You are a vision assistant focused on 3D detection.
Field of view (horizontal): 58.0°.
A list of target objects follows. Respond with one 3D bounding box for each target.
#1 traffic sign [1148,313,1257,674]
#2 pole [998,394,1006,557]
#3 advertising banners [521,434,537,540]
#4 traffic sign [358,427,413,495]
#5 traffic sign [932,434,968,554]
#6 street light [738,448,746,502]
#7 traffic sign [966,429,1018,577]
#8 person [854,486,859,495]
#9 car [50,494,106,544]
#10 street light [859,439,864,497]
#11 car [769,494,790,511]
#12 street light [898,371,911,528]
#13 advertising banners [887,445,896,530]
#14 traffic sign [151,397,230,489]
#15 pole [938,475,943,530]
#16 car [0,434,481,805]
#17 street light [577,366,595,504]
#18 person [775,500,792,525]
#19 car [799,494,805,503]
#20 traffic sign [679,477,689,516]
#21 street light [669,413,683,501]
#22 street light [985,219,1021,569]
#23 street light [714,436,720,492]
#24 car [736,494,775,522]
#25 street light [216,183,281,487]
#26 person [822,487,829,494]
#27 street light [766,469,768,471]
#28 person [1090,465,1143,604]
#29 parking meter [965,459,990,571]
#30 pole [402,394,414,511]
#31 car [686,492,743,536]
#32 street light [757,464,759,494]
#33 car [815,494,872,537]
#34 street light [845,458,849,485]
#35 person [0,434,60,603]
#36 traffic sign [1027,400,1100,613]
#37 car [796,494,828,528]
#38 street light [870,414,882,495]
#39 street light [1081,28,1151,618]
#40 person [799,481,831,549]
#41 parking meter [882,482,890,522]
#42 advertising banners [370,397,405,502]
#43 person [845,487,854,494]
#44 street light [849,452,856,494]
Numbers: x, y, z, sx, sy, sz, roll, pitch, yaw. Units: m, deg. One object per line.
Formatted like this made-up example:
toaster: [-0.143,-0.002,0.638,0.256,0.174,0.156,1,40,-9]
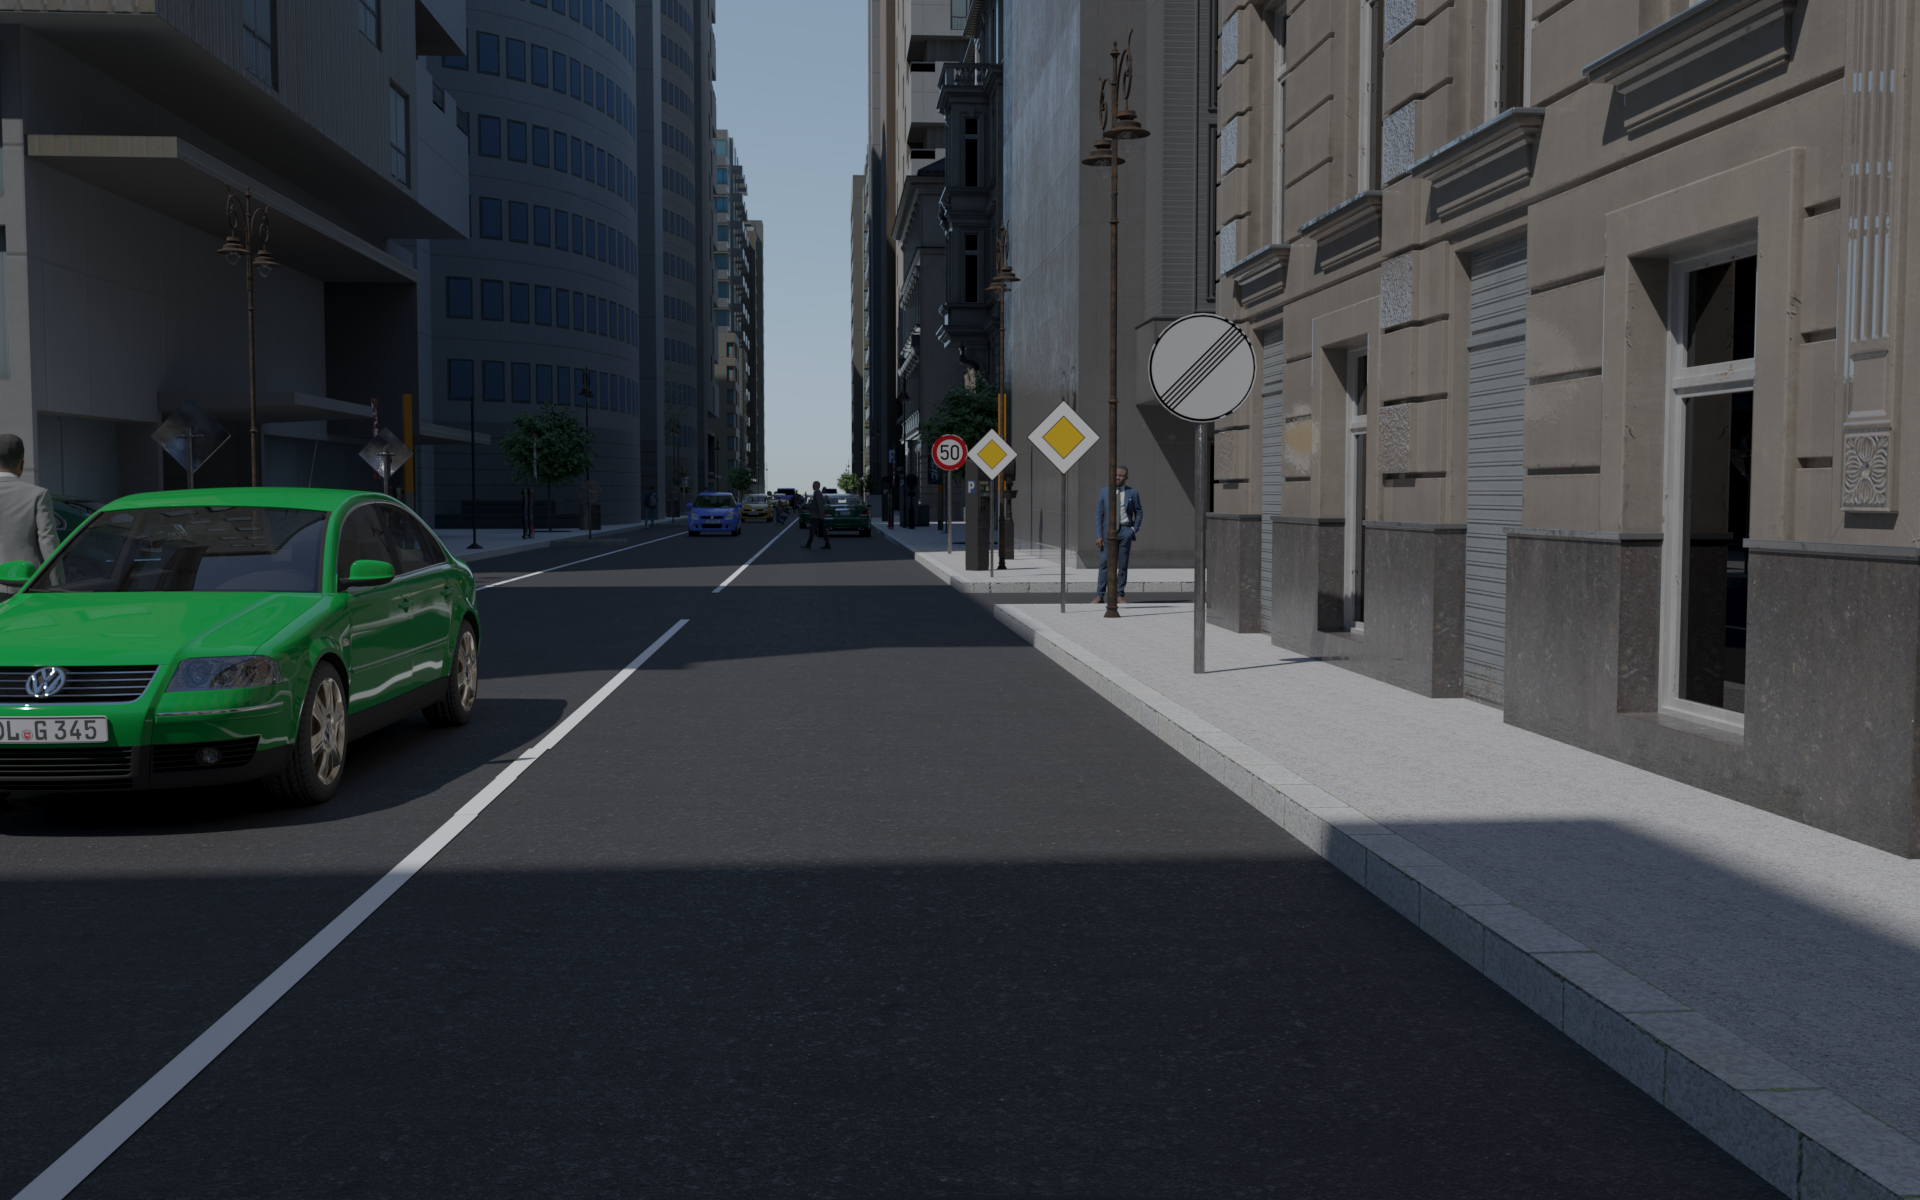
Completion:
traffic sign: [1.710,-0.746,12.308,0.768,2.556,0.104,0,4,2]
pole: [0.860,-2.541,35.394,0.158,3.312,0.155,0,3,0]
advertising banners: [-12.341,-3.274,49.715,0.090,3.025,2.074,0,4,-2]
traffic sign: [-8.580,-1.362,25.908,0.795,2.450,0.064,0,4,-4]
traffic sign: [-0.222,-2.261,37.072,0.768,2.556,0.104,0,4,-3]
street light: [-22.024,-12.306,173.991,0.468,5.910,1.993,0,4,-4]
traffic sign: [0.489,-1.404,26.591,0.795,2.450,0.064,0,4,-4]
person: [-4.705,-4.242,78.194,0.374,1.781,0.599,0,4,7]
car: [-12.281,-0.617,21.884,4.920,1.459,2.131,0,4,-5]
street light: [-8.086,-10.346,141.947,0.468,5.910,1.993,0,4,-4]
car: [-15.429,-8.373,147.119,2.015,1.641,3.980,0,4,-4]
street light: [-2.080,-5.646,65.093,0.468,5.910,1.993,0,4,-4]
advertising banners: [-2.476,-4.070,62.734,0.090,3.025,2.074,-1,4,-9]
traffic sign: [-7.960,-0.875,17.947,0.795,2.450,0.064,0,4,-4]
pole: [-0.686,-4.106,60.981,0.158,3.312,0.155,0,3,0]
car: [-3.868,-0.034,9.348,1.959,1.807,4.718,0,4,-3]
street light: [-13.437,-5.484,62.449,0.468,5.910,1.993,0,4,-4]
person: [-8.247,-4.094,80.931,0.738,1.151,1.012,3,5,43]
car: [-22.783,-14.212,244.364,2.014,1.417,4.499,0,4,-4]
traffic sign: [-16.082,-6.043,100.940,0.606,2.300,0.079,0,4,4]
street light: [-16.286,-7.699,98.669,0.468,5.910,1.993,0,4,-4]
street light: [0.717,-3.464,29.421,0.468,5.910,1.993,0,4,-4]
street light: [-19.364,-10.132,138.447,0.468,5.910,1.993,0,4,-4]
car: [-10.497,-4.810,88.873,2.015,1.641,3.980,0,4,-4]
street light: [-10.684,-3.265,26.170,0.468,5.910,1.993,0,4,-4]
person: [-6.067,-4.233,78.136,0.576,1.772,0.534,-2,4,-32]
street light: [-28.639,-17.383,256.993,0.468,5.910,1.993,0,4,-4]
person: [2.007,-0.837,22.360,0.721,1.800,0.419,0,4,-3]
parking meter: [0.294,-1.422,28.961,0.255,1.863,0.399,-3,4,-39]
pole: [-11.293,-2.545,35.449,0.158,3.312,0.155,0,3,0]
car: [-8.472,-3.079,59.925,1.945,1.707,3.694,0,4,-5]
street light: [-25.718,-15.162,220.684,0.468,5.910,1.993,0,4,-4]
car: [-4.047,-2.920,59.535,2.131,1.459,4.920,0,4,-6]
street light: [-14.391,-15.356,223.852,0.468,5.910,1.993,0,4,-4]
person: [-5.695,-0.097,10.358,0.678,1.792,0.850,-1,4,-17]
traffic sign: [1.108,-0.917,18.629,0.795,2.450,0.064,0,4,-4]
car: [-5.944,-3.808,74.063,2.131,1.459,4.920,0,4,-4]
street light: [-4.793,-7.819,100.633,0.468,5.910,1.993,0,4,-4]
street light: [1.581,-2.755,17.830,0.468,5.910,1.993,0,4,-4]
person: [-3.787,-2.219,45.176,0.834,1.777,0.661,-1,4,-11]
parking meter: [-3.458,-4.607,81.033,0.399,1.863,0.255,0,4,0]
advertising banners: [-10.709,-2.215,32.401,0.090,3.025,2.074,0,4,-3]
person: [-5.898,-5.151,92.981,0.793,1.790,0.793,3,5,44]
street light: [-11.569,-13.183,188.321,0.468,5.910,1.993,0,4,-4]
